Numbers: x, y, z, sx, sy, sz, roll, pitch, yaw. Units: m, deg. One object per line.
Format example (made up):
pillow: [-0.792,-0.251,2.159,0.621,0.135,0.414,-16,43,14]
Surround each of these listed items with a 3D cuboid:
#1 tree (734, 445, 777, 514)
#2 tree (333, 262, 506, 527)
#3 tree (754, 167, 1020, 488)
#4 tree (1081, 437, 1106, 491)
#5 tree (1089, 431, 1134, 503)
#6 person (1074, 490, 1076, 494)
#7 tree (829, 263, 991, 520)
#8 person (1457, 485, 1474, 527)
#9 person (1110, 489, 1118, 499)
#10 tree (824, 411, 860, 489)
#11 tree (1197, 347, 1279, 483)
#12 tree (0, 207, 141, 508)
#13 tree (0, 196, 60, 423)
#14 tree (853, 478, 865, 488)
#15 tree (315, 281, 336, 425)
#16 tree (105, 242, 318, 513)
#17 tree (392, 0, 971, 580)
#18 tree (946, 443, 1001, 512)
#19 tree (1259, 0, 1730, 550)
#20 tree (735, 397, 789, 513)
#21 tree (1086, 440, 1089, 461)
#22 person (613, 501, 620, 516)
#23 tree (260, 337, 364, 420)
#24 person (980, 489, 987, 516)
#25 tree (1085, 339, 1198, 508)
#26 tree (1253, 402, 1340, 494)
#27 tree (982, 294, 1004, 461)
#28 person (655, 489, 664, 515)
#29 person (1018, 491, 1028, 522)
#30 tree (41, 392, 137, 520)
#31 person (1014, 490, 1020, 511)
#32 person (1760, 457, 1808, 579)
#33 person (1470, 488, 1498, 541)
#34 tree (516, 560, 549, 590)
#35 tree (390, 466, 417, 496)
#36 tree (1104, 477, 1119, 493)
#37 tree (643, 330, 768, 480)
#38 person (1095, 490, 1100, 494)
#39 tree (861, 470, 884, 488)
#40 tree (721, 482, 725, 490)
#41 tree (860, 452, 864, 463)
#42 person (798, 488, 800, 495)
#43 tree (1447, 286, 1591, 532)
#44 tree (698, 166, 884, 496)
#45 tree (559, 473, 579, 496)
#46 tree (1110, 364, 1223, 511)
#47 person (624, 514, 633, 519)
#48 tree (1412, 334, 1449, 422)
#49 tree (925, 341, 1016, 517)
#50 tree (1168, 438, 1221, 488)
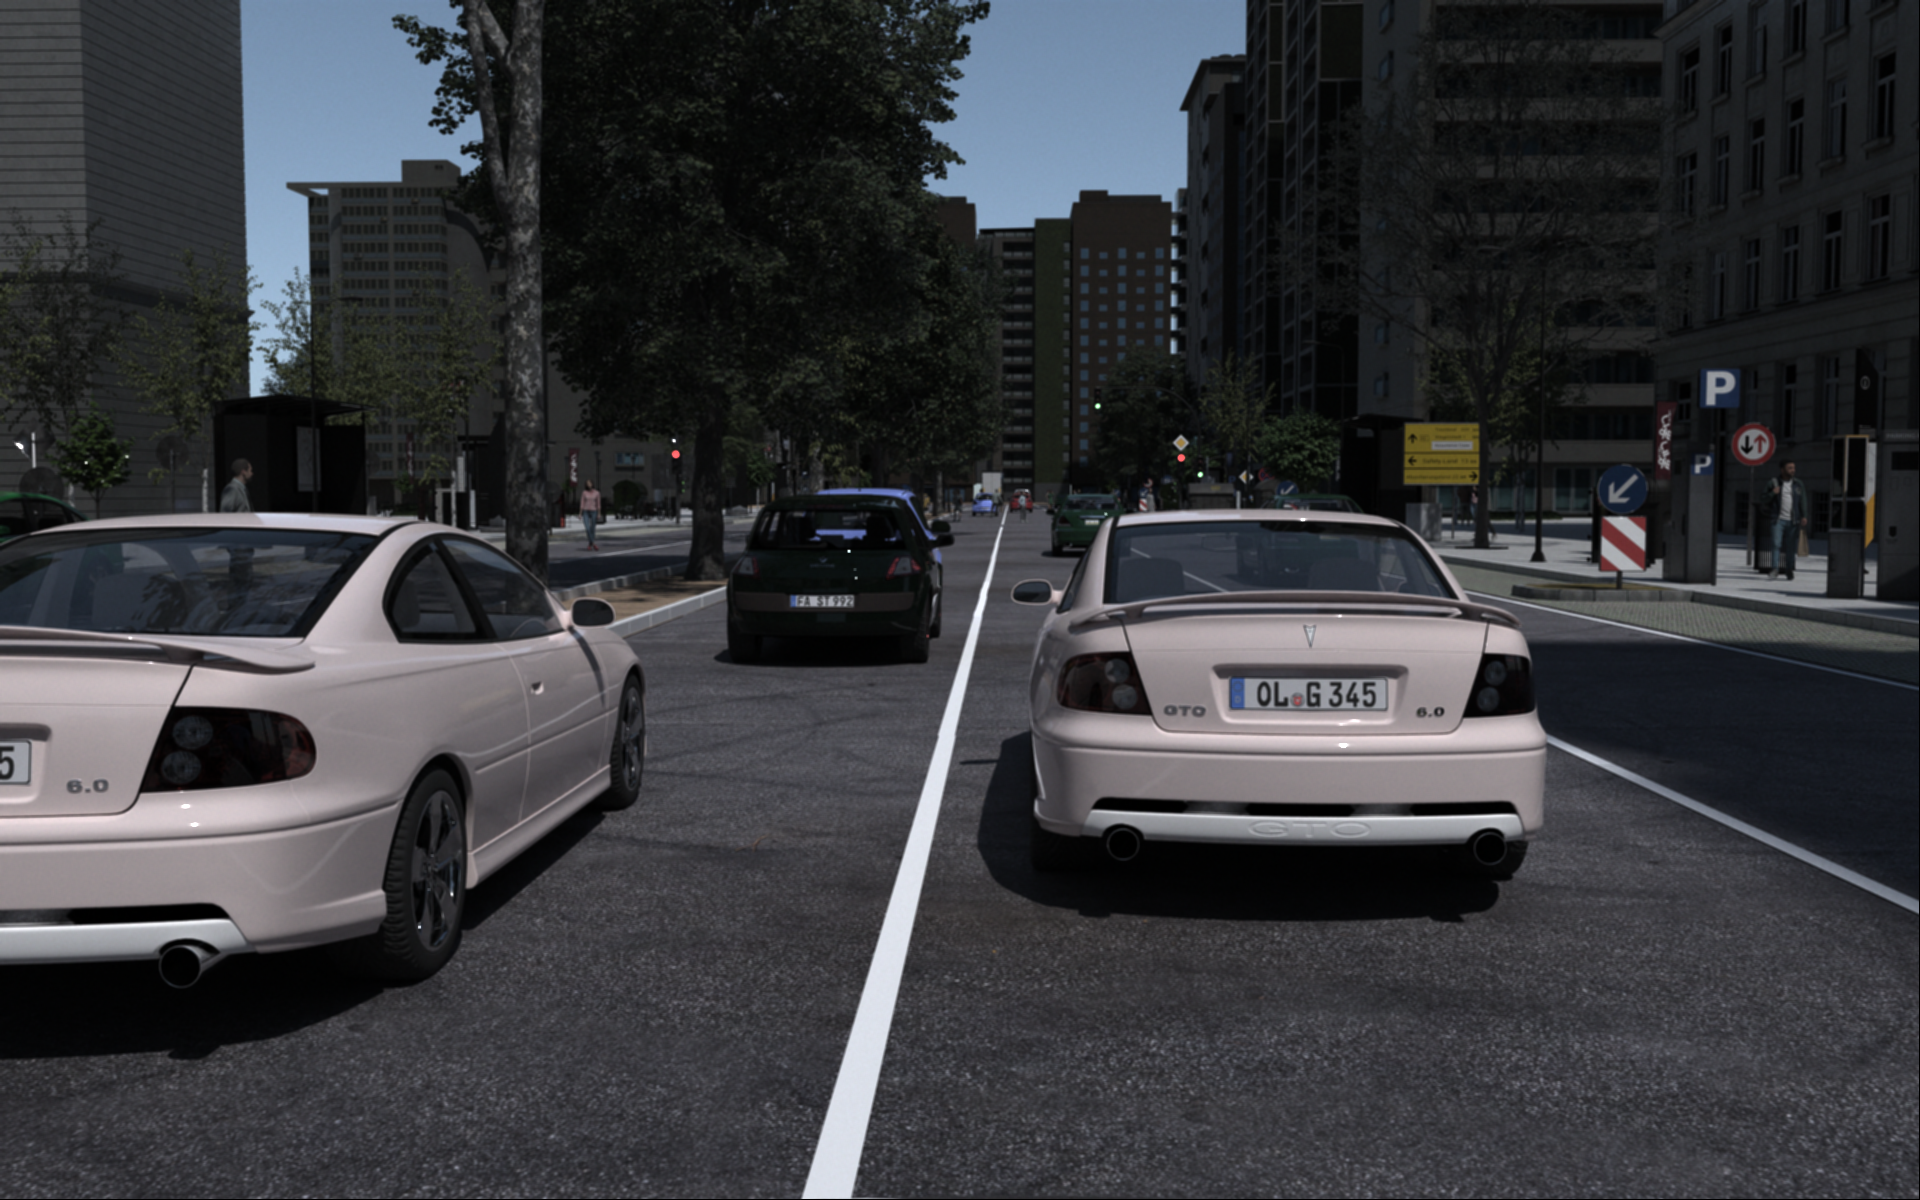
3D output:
tree: [-13.594,-7.841,111.906,4.285,4.588,4.351,0,3,0]
tree: [-16.172,-6.355,54.268,4.737,8.622,4.395,0,3,0]
tree: [-2.786,-8.472,57.981,9.611,12.733,9.660,0,3,0]
tree: [17.399,-16.273,216.422,4.737,8.622,4.395,0,3,0]
tree: [15.467,-13.303,167.868,4.360,8.622,3.978,0,3,0]
person: [9.535,-8.341,145.075,0.583,1.804,0.606,-1,4,-9]
tree: [-2.838,-8.542,67.870,9.928,11.665,9.643,0,3,0]
person: [19.491,-3.712,66.710,0.580,1.828,0.573,-2,4,-32]
person: [10.561,-6.786,119.845,0.661,1.777,0.834,0,4,-7]
tree: [-11.818,-12.229,150.301,4.360,8.622,3.978,0,3,0]
tree: [13.924,-8.411,87.879,4.737,8.622,4.395,0,3,0]
tree: [-22.828,-5.717,43.834,4.360,8.622,3.978,0,3,0]
tree: [-22.102,-5.335,37.597,4.737,8.622,4.395,0,3,0]
tree: [-11.224,-12.302,195.739,1.663,3.219,1.824,0,3,0]
tree: [-20.808,-6.516,56.900,4.737,8.622,4.395,0,3,0]
tree: [-22.152,-6.106,50.201,4.737,8.622,4.395,0,3,0]
tree: [-4.248,-7.306,28.572,9.857,13.997,8.962,0,3,0]
tree: [-0.850,-12.428,140.060,8.767,10.594,7.601,0,4,2]
tree: [12.209,-7.931,40.040,12.009,13.543,11.850,0,3,0]
tree: [-13.866,-10.330,119.261,4.360,8.622,3.978,0,3,0]
tree: [16.182,-15.123,197.614,4.360,8.622,3.978,0,3,0]
person: [-19.910,-5.747,100.602,0.593,1.750,0.643,0,4,7]
tree: [-39.033,-10.293,102.702,7.601,10.594,8.767,0,4,-1]
person: [1.500,-6.518,115.422,0.721,1.781,0.623,1,4,10]
tree: [15.175,-14.493,143.619,9.857,13.997,8.962,0,3,0]
tree: [12.163,-4.778,61.839,4.285,4.588,4.351,0,3,0]
tree: [-2.318,-10.778,85.328,9.857,13.997,8.962,0,3,0]
person: [-17.403,-5.765,100.172,0.514,1.842,0.818,-1,4,-11]
person: [3.212,-4.772,88.340,0.589,1.601,0.330,-3,5,-44]
tree: [-16.509,-2.339,32.838,1.663,3.219,1.824,0,3,0]
person: [4.892,-8.319,144.908,0.834,1.777,0.661,-1,4,-12]
person: [12.309,-1.205,25.734,0.794,1.824,0.713,2,4,30]
person: [14.228,-2.490,46.935,0.728,1.800,0.709,1,4,16]
tree: [-5.390,-9.710,17.099,12.611,20.169,13.585,0,3,0]
tree: [-38.242,-7.648,119.638,1.663,3.219,1.824,0,3,0]
tree: [16.695,-11.836,188.112,1.663,3.219,1.824,0,3,0]
tree: [-13.993,-10.880,96.016,7.486,12.596,7.792,0,3,0]
person: [11.969,-8.736,151.420,0.616,1.811,0.778,0,4,5]
tree: [-10.916,-14.226,216.301,4.285,4.588,4.351,0,3,0]
tree: [-21.985,-9.821,155.166,1.663,3.219,1.824,0,3,0]
tree: [-12.049,-14.311,184.344,4.360,8.622,3.978,0,3,0]
person: [-15.050,-9.461,160.714,0.705,1.826,1.348,-3,5,-45]
tree: [20.570,-6.884,62.918,4.737,8.622,4.395,0,3,0]
tree: [-3.589,-5.130,36.700,4.737,8.622,4.395,0,3,0]
tree: [-35.096,-9.867,155.922,1.663,3.219,1.824,0,3,0]
tree: [14.800,-11.642,124.754,8.767,10.594,7.601,1,4,14]
person: [-17.223,-5.101,89.860,0.576,1.772,0.534,2,4,26]
tree: [20.926,-7.443,72.057,4.737,8.622,4.395,0,3,0]
tree: [-1.528,-11.841,106.428,12.009,13.543,11.850,0,3,0]
tree: [13.749,-7.179,101.089,4.285,4.588,4.351,0,3,0]
